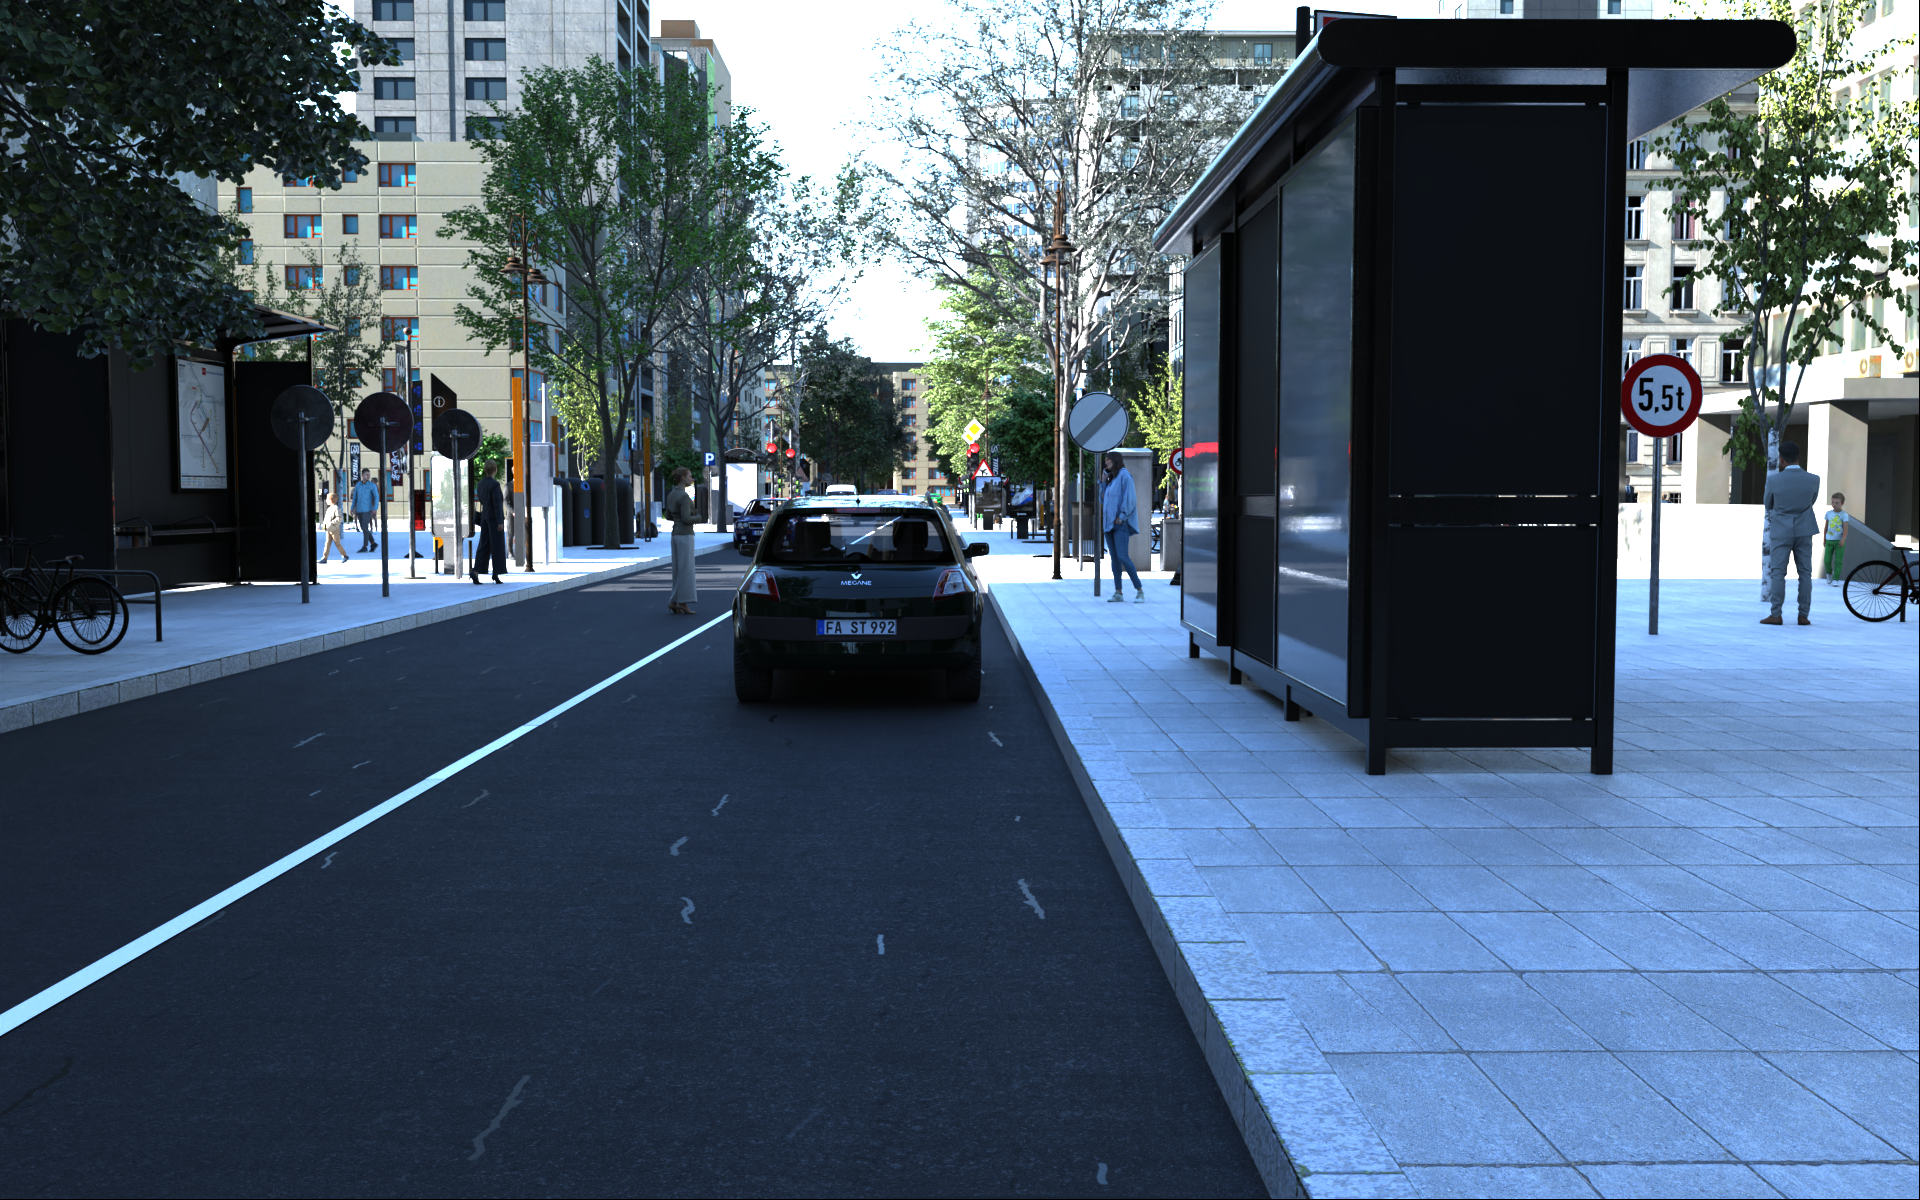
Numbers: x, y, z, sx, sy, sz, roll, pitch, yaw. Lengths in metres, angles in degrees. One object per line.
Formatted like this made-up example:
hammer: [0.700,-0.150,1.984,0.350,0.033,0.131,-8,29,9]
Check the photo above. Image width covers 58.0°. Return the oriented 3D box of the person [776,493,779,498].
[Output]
person: [-17.733,-9.863,167.327,0.705,1.821,1.348,1,4,13]

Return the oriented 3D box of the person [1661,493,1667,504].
person: [23.250,-2.877,57.361,0.425,1.301,0.394,3,4,38]

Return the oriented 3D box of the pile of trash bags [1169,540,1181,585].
pile of trash bags: [4.468,-0.856,23.741,1.912,1.369,3.447,-2,4,-33]

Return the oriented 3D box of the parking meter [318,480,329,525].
parking meter: [-26.761,-4.107,72.856,0.255,1.863,0.399,2,4,31]

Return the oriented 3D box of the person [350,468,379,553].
person: [-12.992,-1.965,38.030,0.638,1.841,0.748,2,4,28]

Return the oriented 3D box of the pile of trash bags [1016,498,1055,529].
pile of trash bags: [3.884,-3.322,64.074,3.447,1.369,1.912,-2,4,-27]

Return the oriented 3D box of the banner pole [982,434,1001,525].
banner pole: [1.334,-5.026,72.190,0.863,3.779,0.401,-1,4,-11]

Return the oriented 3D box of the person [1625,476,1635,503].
person: [20.791,-2.940,53.897,0.659,1.850,0.755,0,4,-1]

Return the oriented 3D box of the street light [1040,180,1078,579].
street light: [1.463,-3.250,25.925,0.468,5.910,1.993,0,4,-1]

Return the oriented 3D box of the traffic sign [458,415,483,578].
traffic sign: [-7.658,-1.611,26.452,0.768,2.556,0.104,0,4,6]

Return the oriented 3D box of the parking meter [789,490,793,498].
parking meter: [-9.845,-5.699,101.594,0.372,1.533,0.369,0,3,0]

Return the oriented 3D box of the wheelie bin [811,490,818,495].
wheelie bin: [-11.264,-7.590,132.011,0.980,1.594,0.693,-3,5,-41]

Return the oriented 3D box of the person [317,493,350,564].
person: [-11.536,-1.321,31.910,0.475,1.303,0.640,2,4,30]

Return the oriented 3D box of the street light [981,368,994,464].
street light: [0.990,-5.560,63.701,0.468,5.910,1.993,0,4,-1]

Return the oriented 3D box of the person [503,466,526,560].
person: [-8.528,-1.699,33.595,0.755,1.850,0.659,3,5,43]

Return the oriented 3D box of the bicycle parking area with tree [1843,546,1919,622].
bicycle parking area with tree: [12.688,-1.637,13.774,9.016,4.147,8.231,1,4,13]

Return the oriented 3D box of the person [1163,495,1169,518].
person: [9.816,-4.380,82.342,0.332,1.250,0.352,-2,4,-35]

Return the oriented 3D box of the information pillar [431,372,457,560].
information pillar: [-9.982,-2.580,33.532,0.504,3.616,0.183,-2,4,-26]

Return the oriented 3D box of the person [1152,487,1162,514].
person: [12.859,-6.560,113.691,0.834,1.777,0.661,1,4,11]

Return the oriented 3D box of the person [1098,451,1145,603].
person: [1.927,-0.874,20.593,0.793,1.790,0.793,2,4,33]

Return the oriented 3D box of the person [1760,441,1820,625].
person: [8.179,-0.664,17.086,0.511,1.800,0.466,0,4,-2]

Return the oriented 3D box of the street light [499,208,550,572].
street light: [-7.090,-3.398,28.346,0.468,5.910,1.993,0,4,-1]

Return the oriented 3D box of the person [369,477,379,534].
person: [-18.843,-3.018,55.359,0.580,1.828,0.573,-1,4,-12]

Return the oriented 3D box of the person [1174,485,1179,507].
person: [14.009,-6.481,111.854,0.795,1.843,0.661,-1,4,-16]

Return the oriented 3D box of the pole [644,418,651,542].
pole: [-8.395,-3.219,46.480,0.158,3.312,0.155,0,3,0]

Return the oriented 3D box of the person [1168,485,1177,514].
person: [12.416,-5.838,101.402,0.656,1.842,0.836,2,4,28]

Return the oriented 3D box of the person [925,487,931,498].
person: [-1.662,-5.118,92.296,0.853,1.813,0.709,1,4,9]

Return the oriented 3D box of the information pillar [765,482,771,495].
information pillar: [-12.177,-6.440,109.794,0.304,2.012,0.304,1,4,19]

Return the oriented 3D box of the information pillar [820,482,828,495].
information pillar: [-8.339,-6.172,105.410,0.304,2.012,0.304,1,4,12]

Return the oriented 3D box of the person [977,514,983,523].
person: [0.870,-4.020,76.020,0.306,1.304,0.590,-1,4,-17]

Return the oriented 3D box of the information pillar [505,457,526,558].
information pillar: [-8.899,-1.846,34.673,0.304,2.012,0.304,0,4,5]

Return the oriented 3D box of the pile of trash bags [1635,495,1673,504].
pile of trash bags: [26.166,-3.325,64.113,3.447,1.369,1.912,3,5,41]

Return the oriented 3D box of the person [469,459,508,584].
person: [-6.679,-1.110,24.613,0.576,1.772,0.534,1,4,16]

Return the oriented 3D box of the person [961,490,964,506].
person: [0.281,-10.759,182.877,0.530,1.710,0.541,1,4,17]

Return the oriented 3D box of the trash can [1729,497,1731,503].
trash can: [33.689,-3.883,75.145,0.748,1.137,0.748,0,3,0]

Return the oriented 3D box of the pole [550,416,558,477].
pole: [-10.597,-3.147,45.293,0.158,3.312,0.155,0,3,0]

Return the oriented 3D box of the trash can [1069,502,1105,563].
trash can: [2.415,-1.280,32.588,0.748,1.137,0.748,0,3,0]

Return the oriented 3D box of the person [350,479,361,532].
person: [-20.369,-3.203,58.749,0.599,1.781,0.374,2,4,26]

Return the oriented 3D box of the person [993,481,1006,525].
person: [1.614,-4.109,73.035,0.655,1.846,0.447,1,4,9]

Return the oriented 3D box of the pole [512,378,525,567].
pole: [-7.756,-2.239,30.445,0.158,3.312,0.155,0,3,0]

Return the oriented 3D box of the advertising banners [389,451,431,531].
advertising banners: [-18.802,-3.912,60.149,2.074,3.025,0.090,-2,4,-24]

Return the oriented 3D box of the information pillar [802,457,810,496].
information pillar: [-9.725,-7.220,109.402,0.504,3.616,0.183,-1,4,-12]

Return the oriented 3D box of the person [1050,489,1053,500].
person: [8.979,-10.128,171.645,0.705,1.823,1.348,-1,4,-17]

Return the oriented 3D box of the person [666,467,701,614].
person: [-3.273,-0.711,20.668,0.362,1.759,0.519,-2,4,-34]

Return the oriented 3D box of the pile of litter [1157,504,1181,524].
pile of litter: [9.254,-3.693,74.352,1.719,0.858,1.176,3,5,40]

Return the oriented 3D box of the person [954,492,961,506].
person: [-0.123,-11.211,190.130,1.217,1.735,0.721,-2,4,-26]

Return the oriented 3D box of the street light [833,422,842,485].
street light: [-7.880,-8.477,111.379,0.468,5.910,1.993,0,4,-1]

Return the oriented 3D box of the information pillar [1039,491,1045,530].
information pillar: [2.889,-4.282,61.365,0.183,3.616,0.504,0,4,-5]

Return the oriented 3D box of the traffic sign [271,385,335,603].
traffic sign: [-7.697,-1.235,20.291,0.768,2.556,0.104,0,4,4]

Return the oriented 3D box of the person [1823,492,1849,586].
person: [12.238,-0.852,24.214,0.306,1.304,0.590,2,4,24]

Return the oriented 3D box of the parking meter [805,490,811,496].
parking meter: [-8.453,-5.379,96.353,0.372,1.533,0.369,0,3,0]

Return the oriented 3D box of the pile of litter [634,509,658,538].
pile of litter: [-9.509,-2.243,50.643,1.176,0.858,1.719,2,4,35]

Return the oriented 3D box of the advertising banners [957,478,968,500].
advertising banners: [0.711,-8.076,128.237,2.074,3.025,0.090,-1,4,-9]

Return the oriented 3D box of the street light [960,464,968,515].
street light: [0.420,-8.273,108.052,0.468,5.910,1.993,0,4,-1]

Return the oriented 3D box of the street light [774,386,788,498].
street light: [-7.481,-6.102,72.549,0.468,5.910,1.993,0,4,-1]
